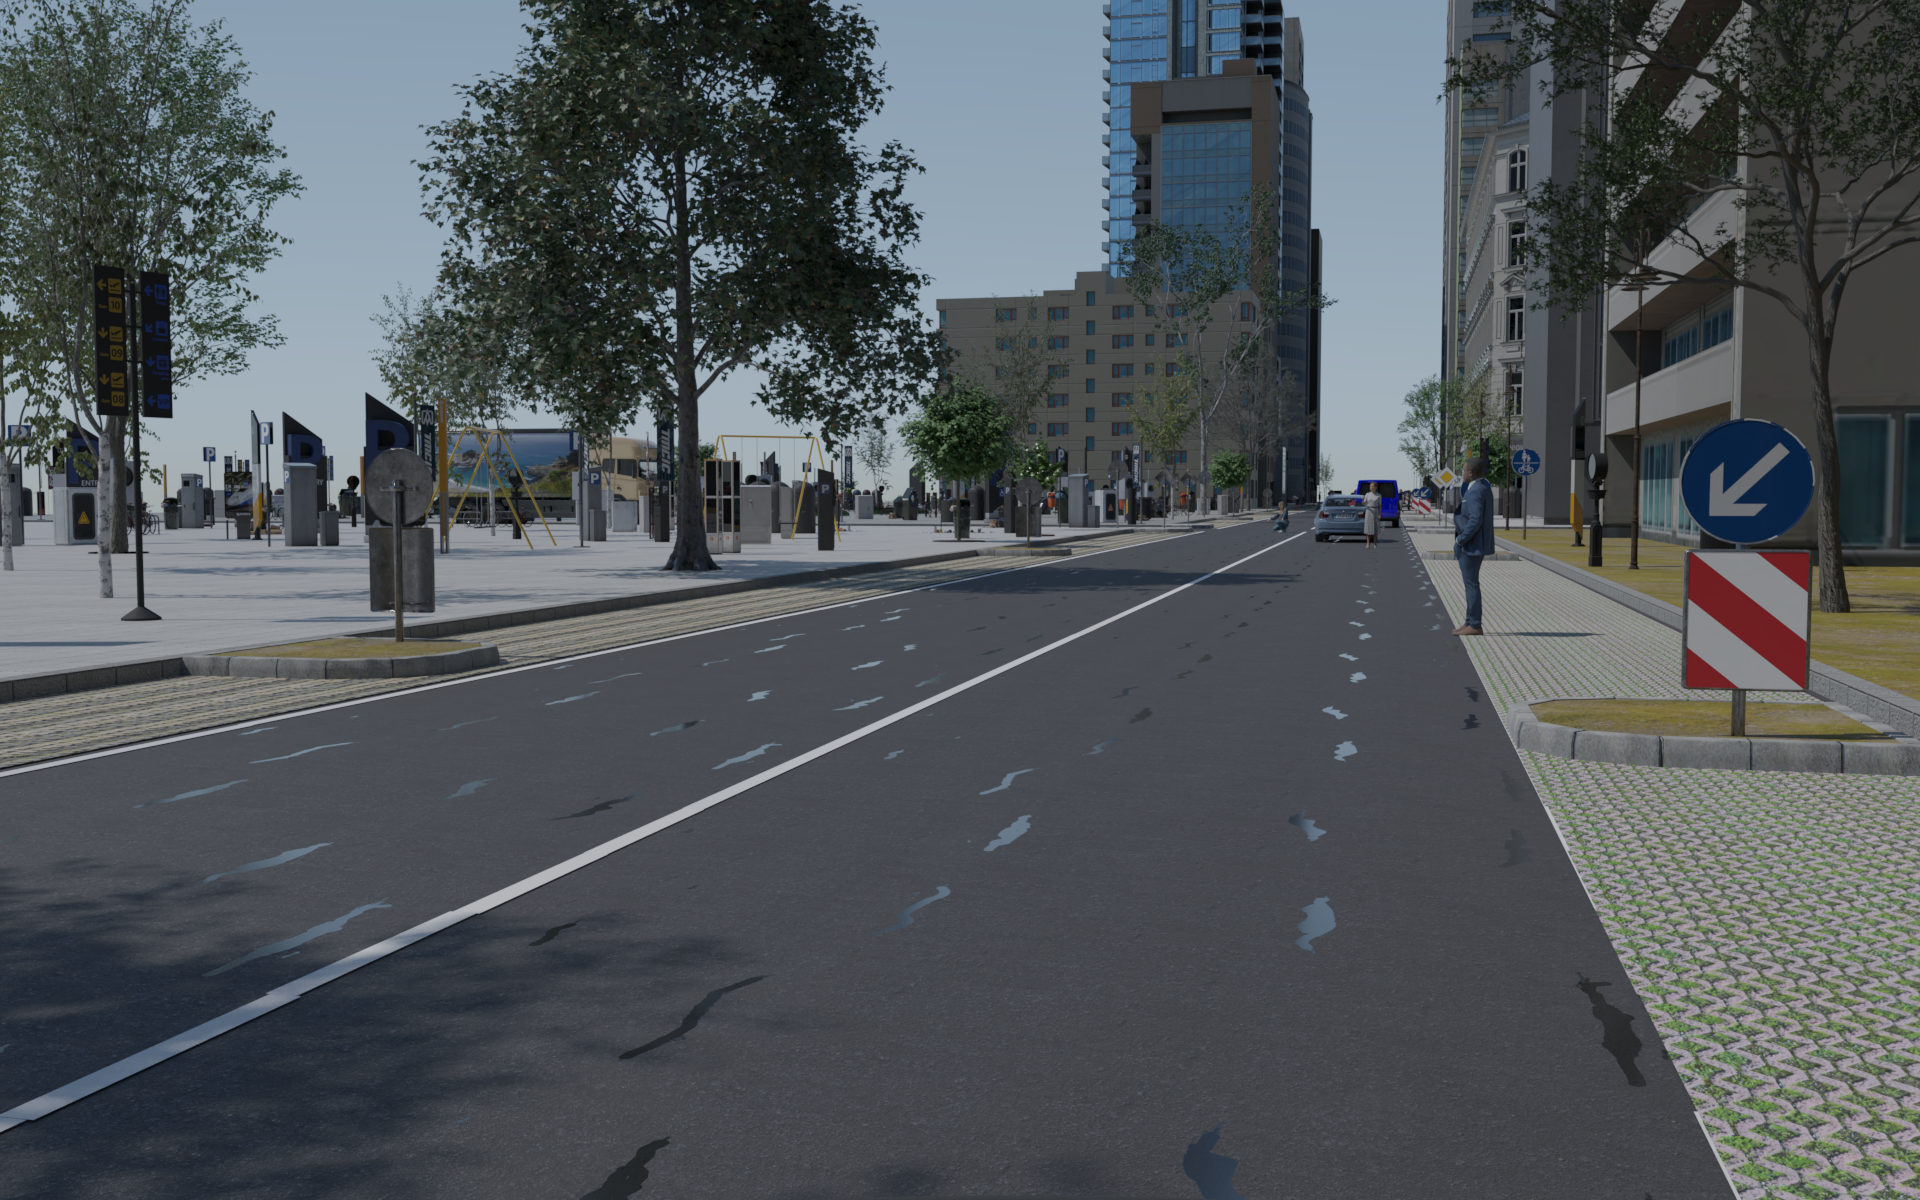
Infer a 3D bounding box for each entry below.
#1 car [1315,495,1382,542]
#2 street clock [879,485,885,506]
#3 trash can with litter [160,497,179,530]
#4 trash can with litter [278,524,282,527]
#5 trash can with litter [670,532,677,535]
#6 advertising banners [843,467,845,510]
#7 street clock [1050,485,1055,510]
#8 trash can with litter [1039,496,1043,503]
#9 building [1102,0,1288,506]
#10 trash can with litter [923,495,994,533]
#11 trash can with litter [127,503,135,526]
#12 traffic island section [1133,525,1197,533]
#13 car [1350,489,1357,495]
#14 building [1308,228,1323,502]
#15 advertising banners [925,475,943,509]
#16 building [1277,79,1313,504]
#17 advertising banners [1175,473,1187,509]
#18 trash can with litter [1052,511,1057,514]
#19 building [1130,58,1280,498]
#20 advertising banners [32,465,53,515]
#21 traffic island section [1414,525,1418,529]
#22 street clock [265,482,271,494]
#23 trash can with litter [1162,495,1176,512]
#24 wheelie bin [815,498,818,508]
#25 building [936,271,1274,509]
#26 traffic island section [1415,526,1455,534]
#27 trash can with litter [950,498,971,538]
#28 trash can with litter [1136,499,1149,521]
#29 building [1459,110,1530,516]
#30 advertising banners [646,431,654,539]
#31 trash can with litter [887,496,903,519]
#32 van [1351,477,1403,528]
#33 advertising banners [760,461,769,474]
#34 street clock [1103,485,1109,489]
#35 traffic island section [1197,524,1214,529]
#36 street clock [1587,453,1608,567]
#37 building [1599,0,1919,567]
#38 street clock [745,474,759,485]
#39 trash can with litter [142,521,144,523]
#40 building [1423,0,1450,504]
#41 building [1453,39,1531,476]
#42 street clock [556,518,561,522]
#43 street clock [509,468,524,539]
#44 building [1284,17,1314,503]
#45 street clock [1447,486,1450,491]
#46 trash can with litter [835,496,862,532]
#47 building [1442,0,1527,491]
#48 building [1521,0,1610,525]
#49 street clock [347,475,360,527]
[{"bbox_3d":[11.808,-2.495,52.801,2.014,1.417,4.499,1,4,16],"label":"car"},{"bbox_3d":[-6.497,-8.505,143.632,0.471,2.002,0.358,1,4,13],"label":"street clock"},{"bbox_3d":[-28.525,-3.123,62.444,0.624,1.170,1.055,-2,4,-30],"label":"trash can with litter"},{"bbox_3d":[-26.310,-3.538,68.905,1.678,1.210,2.233,1,4,10],"label":"trash can with litter"},{"bbox_3d":[-8.808,-2.705,55.285,1.678,1.210,2.233,0,4,1],"label":"trash can with litter"},{"bbox_3d":[-7.611,-7.192,113.769,0.090,3.025,2.074,0,4,-6],"label":"advertising banners"},{"bbox_3d":[7.388,-8.255,139.540,0.471,2.002,0.358,-1,4,-19],"label":"street clock"},{"bbox_3d":[6.498,-7.482,133.717,1.055,1.170,0.624,-1,4,-17],"label":"trash can with litter"},{"bbox_3d":[28.218,-54.582,205.086,22.319,86.520,31.000,1,4,14],"label":"building"},{"bbox_3d":[-0.016,-2.818,57.138,2.233,1.210,1.678,1,4,11],"label":"trash can with litter"},{"bbox_3d":[-33.158,-3.492,68.482,1.055,1.170,0.624,-2,4,-28],"label":"trash can with litter"},{"bbox_3d":[7.675,-2.624,65.183,2.009,0.180,2.903,1,4,14],"label":"traffic island section"},{"bbox_3d":[28.402,-6.888,121.294,2.281,1.827,5.304,1,4,16],"label":"car"},{"bbox_3d":[51.944,-38.786,284.260,14.600,45.320,14.200,1,4,14],"label":"building"},{"bbox_3d":[-2.114,-9.059,144.303,2.074,3.025,0.090,-3,5,-43],"label":"advertising banners"},{"bbox_3d":[38.023,-42.933,243.955,21.231,58.520,28.212,1,4,14],"label":"building"},{"bbox_3d":[18.908,-9.241,147.272,2.074,3.025,0.090,-3,5,-43],"label":"advertising banners"},{"bbox_3d":[6.630,-6.330,114.554,1.678,1.210,2.233,-2,4,-27],"label":"trash can with litter"},{"bbox_3d":[26.239,-32.628,183.572,14.600,45.320,14.200,1,4,14],"label":"building"},{"bbox_3d":[-55.659,-6.642,104.791,0.090,3.025,2.074,2,4,31],"label":"advertising banners"},{"bbox_3d":[19.536,-2.948,70.475,2.009,0.180,2.903,1,4,14],"label":"traffic island section"},{"bbox_3d":[-41.136,-6.018,102.957,0.358,2.002,0.471,-2,4,-29],"label":"street clock"},{"bbox_3d":[14.605,-7.082,126.843,2.233,1.210,1.678,1,4,18],"label":"trash can with litter"},{"bbox_3d":[-11.323,-7.715,134.042,0.980,1.594,0.693,-1,4,-19],"label":"wheelie bin"},{"bbox_3d":[14.774,-19.524,164.259,27.650,21.520,28.899,1,4,14],"label":"building"},{"bbox_3d":[17.615,-2.474,62.724,2.009,0.180,2.903,1,4,14],"label":"traffic island section"},{"bbox_3d":[0.007,-2.369,50.122,0.624,1.170,1.055,0,4,-2],"label":"trash can with litter"},{"bbox_3d":[8.539,-4.344,82.407,0.624,1.170,1.055,-3,5,-42],"label":"trash can with litter"},{"bbox_3d":[43.865,-20.954,119.011,17.030,29.872,44.131,1,4,14],"label":"building"},{"bbox_3d":[-8.829,-3.257,49.434,0.090,3.025,2.074,0,4,-4],"label":"advertising banners"},{"bbox_3d":[-3.279,-4.813,90.072,0.624,1.170,1.055,2,4,32],"label":"trash can with litter"},{"bbox_3d":[18.123,-4.337,75.300,2.240,2.365,5.245,1,4,13],"label":"van"},{"bbox_3d":[-9.827,-5.934,93.215,2.074,3.025,0.090,-2,4,-31],"label":"advertising banners"},{"bbox_3d":[11.111,-7.787,131.887,0.471,2.002,0.358,1,4,13],"label":"street clock"},{"bbox_3d":[9.596,-3.098,72.934,2.009,0.180,2.903,1,4,14],"label":"traffic island section"},{"bbox_3d":[11.222,-1.588,30.531,0.358,2.002,0.471,0,4,2],"label":"street clock"},{"bbox_3d":[26.770,-25.290,37.188,21.300,48.544,21.600,1,4,14],"label":"building"},{"bbox_3d":[-7.697,-3.640,64.092,0.471,2.002,0.358,-3,4,-36],"label":"street clock"},{"bbox_3d":[-34.409,-3.688,71.358,1.678,1.210,2.233,3,5,43],"label":"trash can with litter"},{"bbox_3d":[74.425,-48.795,236.051,20.563,71.187,20.611,1,4,14],"label":"building"},{"bbox_3d":[52.803,-29.076,158.981,14.154,41.232,14.086,1,4,14],"label":"building"},{"bbox_3d":[-18.761,-4.673,80.965,0.358,2.002,0.471,0,4,3],"label":"street clock"},{"bbox_3d":[-12.560,-2.721,49.057,0.358,2.002,0.471,-3,5,-43],"label":"street clock"},{"bbox_3d":[44.293,-50.699,267.182,20.563,71.187,20.611,1,4,14],"label":"building"},{"bbox_3d":[35.375,-7.398,125.534,0.358,2.002,0.471,0,4,-5],"label":"street clock"},{"bbox_3d":[-4.301,-2.993,59.990,1.678,1.210,2.233,-1,4,-22],"label":"trash can with litter"},{"bbox_3d":[60.977,-38.919,178.329,21.231,58.520,28.212,1,4,14],"label":"building"},{"bbox_3d":[36.903,-17.091,72.951,24.014,27.812,14.314,1,4,14],"label":"building"},{"bbox_3d":[-23.434,-3.814,66.934,0.471,2.002,0.358,-1,4,-23],"label":"street clock"}]
